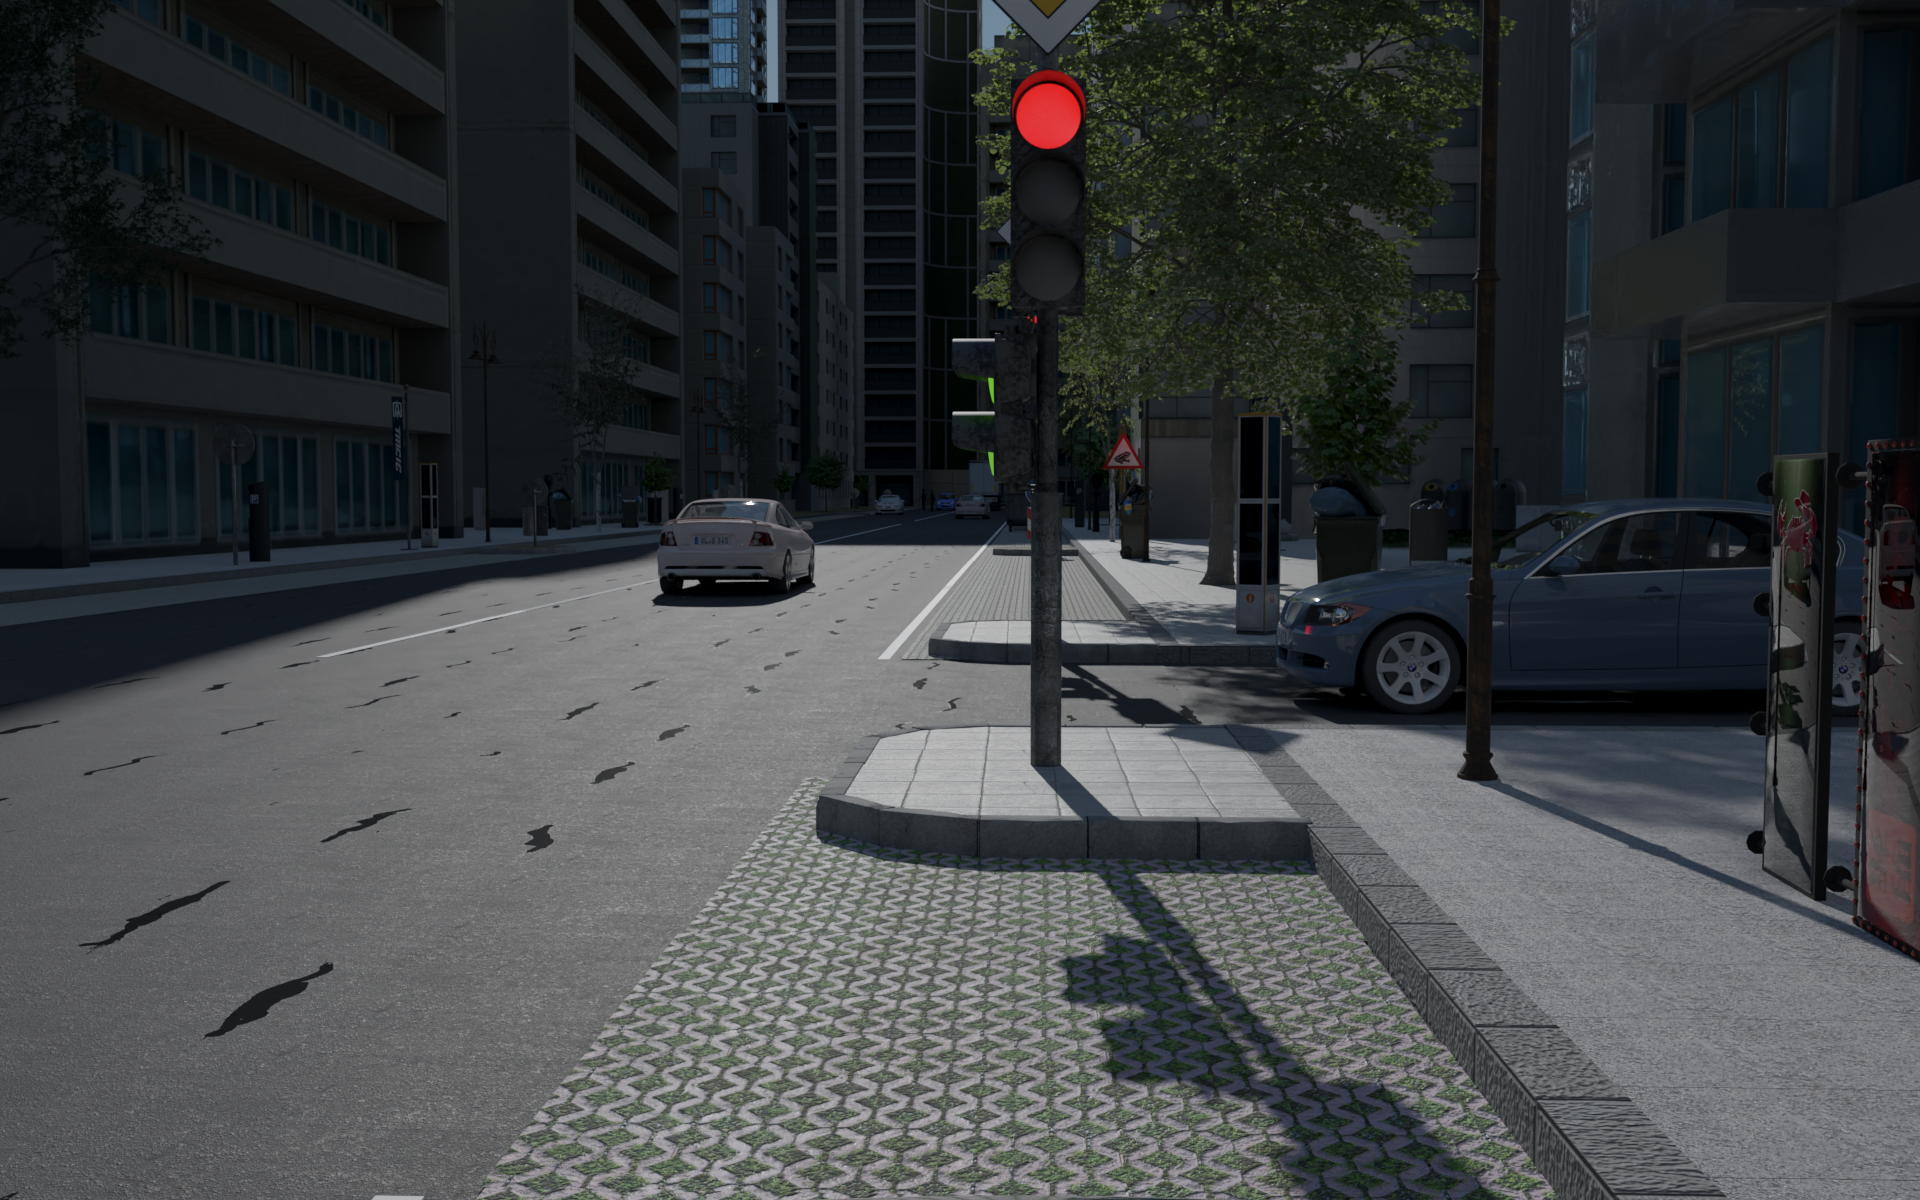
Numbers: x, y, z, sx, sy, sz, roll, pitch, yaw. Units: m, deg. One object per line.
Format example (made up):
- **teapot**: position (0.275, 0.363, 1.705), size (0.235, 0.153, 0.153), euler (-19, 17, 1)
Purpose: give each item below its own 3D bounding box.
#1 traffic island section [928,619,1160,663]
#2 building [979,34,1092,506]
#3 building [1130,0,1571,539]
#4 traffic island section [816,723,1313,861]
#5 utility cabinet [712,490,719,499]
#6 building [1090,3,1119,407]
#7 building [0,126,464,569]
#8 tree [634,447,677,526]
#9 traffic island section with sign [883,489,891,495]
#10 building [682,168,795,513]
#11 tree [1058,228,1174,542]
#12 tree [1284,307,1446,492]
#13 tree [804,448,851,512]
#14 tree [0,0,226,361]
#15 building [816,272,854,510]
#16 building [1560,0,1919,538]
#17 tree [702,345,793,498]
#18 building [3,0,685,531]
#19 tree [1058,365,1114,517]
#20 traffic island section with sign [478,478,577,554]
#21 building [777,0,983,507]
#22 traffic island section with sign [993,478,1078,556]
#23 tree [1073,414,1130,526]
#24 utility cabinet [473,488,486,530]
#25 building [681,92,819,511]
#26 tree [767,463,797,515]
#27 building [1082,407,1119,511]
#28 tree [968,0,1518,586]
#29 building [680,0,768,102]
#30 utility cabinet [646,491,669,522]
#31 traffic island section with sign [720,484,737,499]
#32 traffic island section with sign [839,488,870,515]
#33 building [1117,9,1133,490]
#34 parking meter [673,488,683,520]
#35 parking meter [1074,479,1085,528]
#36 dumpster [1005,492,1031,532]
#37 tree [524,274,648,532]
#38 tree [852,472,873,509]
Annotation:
- **traffic island section**: position (0.758, 0.373, 16.184), size (2.009, 0.180, 2.903), euler (0, 4, 2)
- **building**: position (13.018, -34.456, 187.052), size (21.600, 48.544, 21.300), euler (0, 4, 2)
- **building**: position (12.437, -22.701, 54.748), size (14.154, 41.232, 14.086), euler (0, 4, 2)
- **traffic island section**: position (0.428, 0.861, 8.206), size (2.009, 0.180, 2.903), euler (0, 4, 2)
- **utility cabinet**: position (-12.337, -4.812, 87.352), size (0.318, 1.500, 1.173), euler (-1, 4, -11)
- **building**: position (25.201, -34.296, 149.979), size (28.713, 52.752, 27.495), euler (0, 4, 2)
- **building**: position (-25.566, -25.405, 39.078), size (21.300, 48.544, 21.600), euler (0, 4, 2)
- **tree**: position (-12.552, -4.659, 70.771), size (1.663, 3.219, 1.824), euler (0, 3, 0)
- **traffic island section with sign**: position (-6.062, -8.363, 145.368), size (1.989, 1.847, 2.006), euler (0, 4, 2)
- **building**: position (-25.966, -16.021, 106.987), size (27.650, 21.520, 28.899), euler (0, 4, 2)
- **tree**: position (3.890, -5.848, 45.978), size (4.360, 8.622, 3.978), euler (0, 3, 0)
- **tree**: position (4.222, -1.433, 18.037), size (1.663, 3.219, 1.824), euler (0, 3, 0)
- **tree**: position (-9.472, -8.560, 123.670), size (4.285, 4.588, 4.351), euler (0, 3, 0)
- **tree**: position (-14.479, -5.507, 24.455), size (8.767, 10.594, 7.601), euler (1, 4, 16)
- **building**: position (-25.203, -18.822, 152.771), size (28.899, 21.520, 27.650), euler (0, 4, 2)
- **building**: position (24.637, -24.716, 23.714), size (30.456, 49.044, 23.786), euler (0, 4, 2)
- **tree**: position (-10.705, -8.323, 86.449), size (4.360, 8.622, 3.978), euler (0, 3, 0)
- **building**: position (-24.820, -27.611, 75.142), size (21.300, 48.544, 21.600), euler (0, 4, 2)
- **tree**: position (6.569, -8.982, 97.216), size (4.737, 8.622, 4.395), euler (0, 3, 0)
- **traffic island section with sign**: position (-10.353, -2.026, 41.750), size (1.989, 1.847, 2.006), euler (0, 4, 2)
- **building**: position (-8.113, -45.744, 186.169), size (20.611, 71.187, 20.563), euler (0, 4, 2)
- **traffic island section with sign**: position (1.772, -1.965, 40.762), size (1.989, 1.847, 2.006), euler (0, 4, 2)
- **tree**: position (6.122, -5.341, 71.031), size (4.285, 4.588, 4.351), euler (0, 3, 0)
- **utility cabinet**: position (-17.067, -3.243, 61.705), size (0.318, 1.500, 1.173), euler (0, 4, -5)
- **building**: position (-18.363, -21.810, 128.292), size (14.160, 30.474, 14.107), euler (0, 4, 2)
- **tree**: position (-10.675, -6.806, 105.873), size (1.663, 3.219, 1.824), euler (0, 3, 0)
- **building**: position (20.216, -49.374, 119.936), size (22.319, 86.520, 31.000), euler (0, 4, 2)
- **tree**: position (3.767, -6.508, 24.539), size (7.486, 12.596, 7.792), euler (0, 3, 0)
- **building**: position (-33.867, -53.504, 187.460), size (31.000, 86.520, 22.319), euler (0, 4, 2)
- **utility cabinet**: position (-13.628, -4.243, 78.050), size (0.318, 1.500, 1.173), euler (2, 4, 31)
- **traffic island section with sign**: position (-9.233, -3.686, 68.888), size (1.989, 1.847, 2.006), euler (0, 4, 2)
- **traffic island section with sign**: position (-7.173, -6.712, 118.363), size (1.989, 1.847, 2.006), euler (0, 4, 2)
- **building**: position (16.265, -27.425, 98.517), size (14.600, 45.320, 14.200), euler (0, 4, 2)
- **parking meter**: position (-11.217, -3.696, 68.839), size (0.372, 1.533, 0.369), euler (0, 3, 0)
- **parking meter**: position (4.583, -3.719, 66.509), size (0.399, 1.863, 0.255), euler (1, 4, 14)
- **dumpster**: position (2.599, -3.462, 64.824), size (1.865, 1.857, 1.264), euler (0, 4, 3)
- **tree**: position (-12.293, -6.596, 58.207), size (4.360, 8.622, 3.978), euler (0, 3, 0)
- **tree**: position (-8.554, -9.422, 148.649), size (1.663, 3.219, 1.824), euler (0, 3, 0)
